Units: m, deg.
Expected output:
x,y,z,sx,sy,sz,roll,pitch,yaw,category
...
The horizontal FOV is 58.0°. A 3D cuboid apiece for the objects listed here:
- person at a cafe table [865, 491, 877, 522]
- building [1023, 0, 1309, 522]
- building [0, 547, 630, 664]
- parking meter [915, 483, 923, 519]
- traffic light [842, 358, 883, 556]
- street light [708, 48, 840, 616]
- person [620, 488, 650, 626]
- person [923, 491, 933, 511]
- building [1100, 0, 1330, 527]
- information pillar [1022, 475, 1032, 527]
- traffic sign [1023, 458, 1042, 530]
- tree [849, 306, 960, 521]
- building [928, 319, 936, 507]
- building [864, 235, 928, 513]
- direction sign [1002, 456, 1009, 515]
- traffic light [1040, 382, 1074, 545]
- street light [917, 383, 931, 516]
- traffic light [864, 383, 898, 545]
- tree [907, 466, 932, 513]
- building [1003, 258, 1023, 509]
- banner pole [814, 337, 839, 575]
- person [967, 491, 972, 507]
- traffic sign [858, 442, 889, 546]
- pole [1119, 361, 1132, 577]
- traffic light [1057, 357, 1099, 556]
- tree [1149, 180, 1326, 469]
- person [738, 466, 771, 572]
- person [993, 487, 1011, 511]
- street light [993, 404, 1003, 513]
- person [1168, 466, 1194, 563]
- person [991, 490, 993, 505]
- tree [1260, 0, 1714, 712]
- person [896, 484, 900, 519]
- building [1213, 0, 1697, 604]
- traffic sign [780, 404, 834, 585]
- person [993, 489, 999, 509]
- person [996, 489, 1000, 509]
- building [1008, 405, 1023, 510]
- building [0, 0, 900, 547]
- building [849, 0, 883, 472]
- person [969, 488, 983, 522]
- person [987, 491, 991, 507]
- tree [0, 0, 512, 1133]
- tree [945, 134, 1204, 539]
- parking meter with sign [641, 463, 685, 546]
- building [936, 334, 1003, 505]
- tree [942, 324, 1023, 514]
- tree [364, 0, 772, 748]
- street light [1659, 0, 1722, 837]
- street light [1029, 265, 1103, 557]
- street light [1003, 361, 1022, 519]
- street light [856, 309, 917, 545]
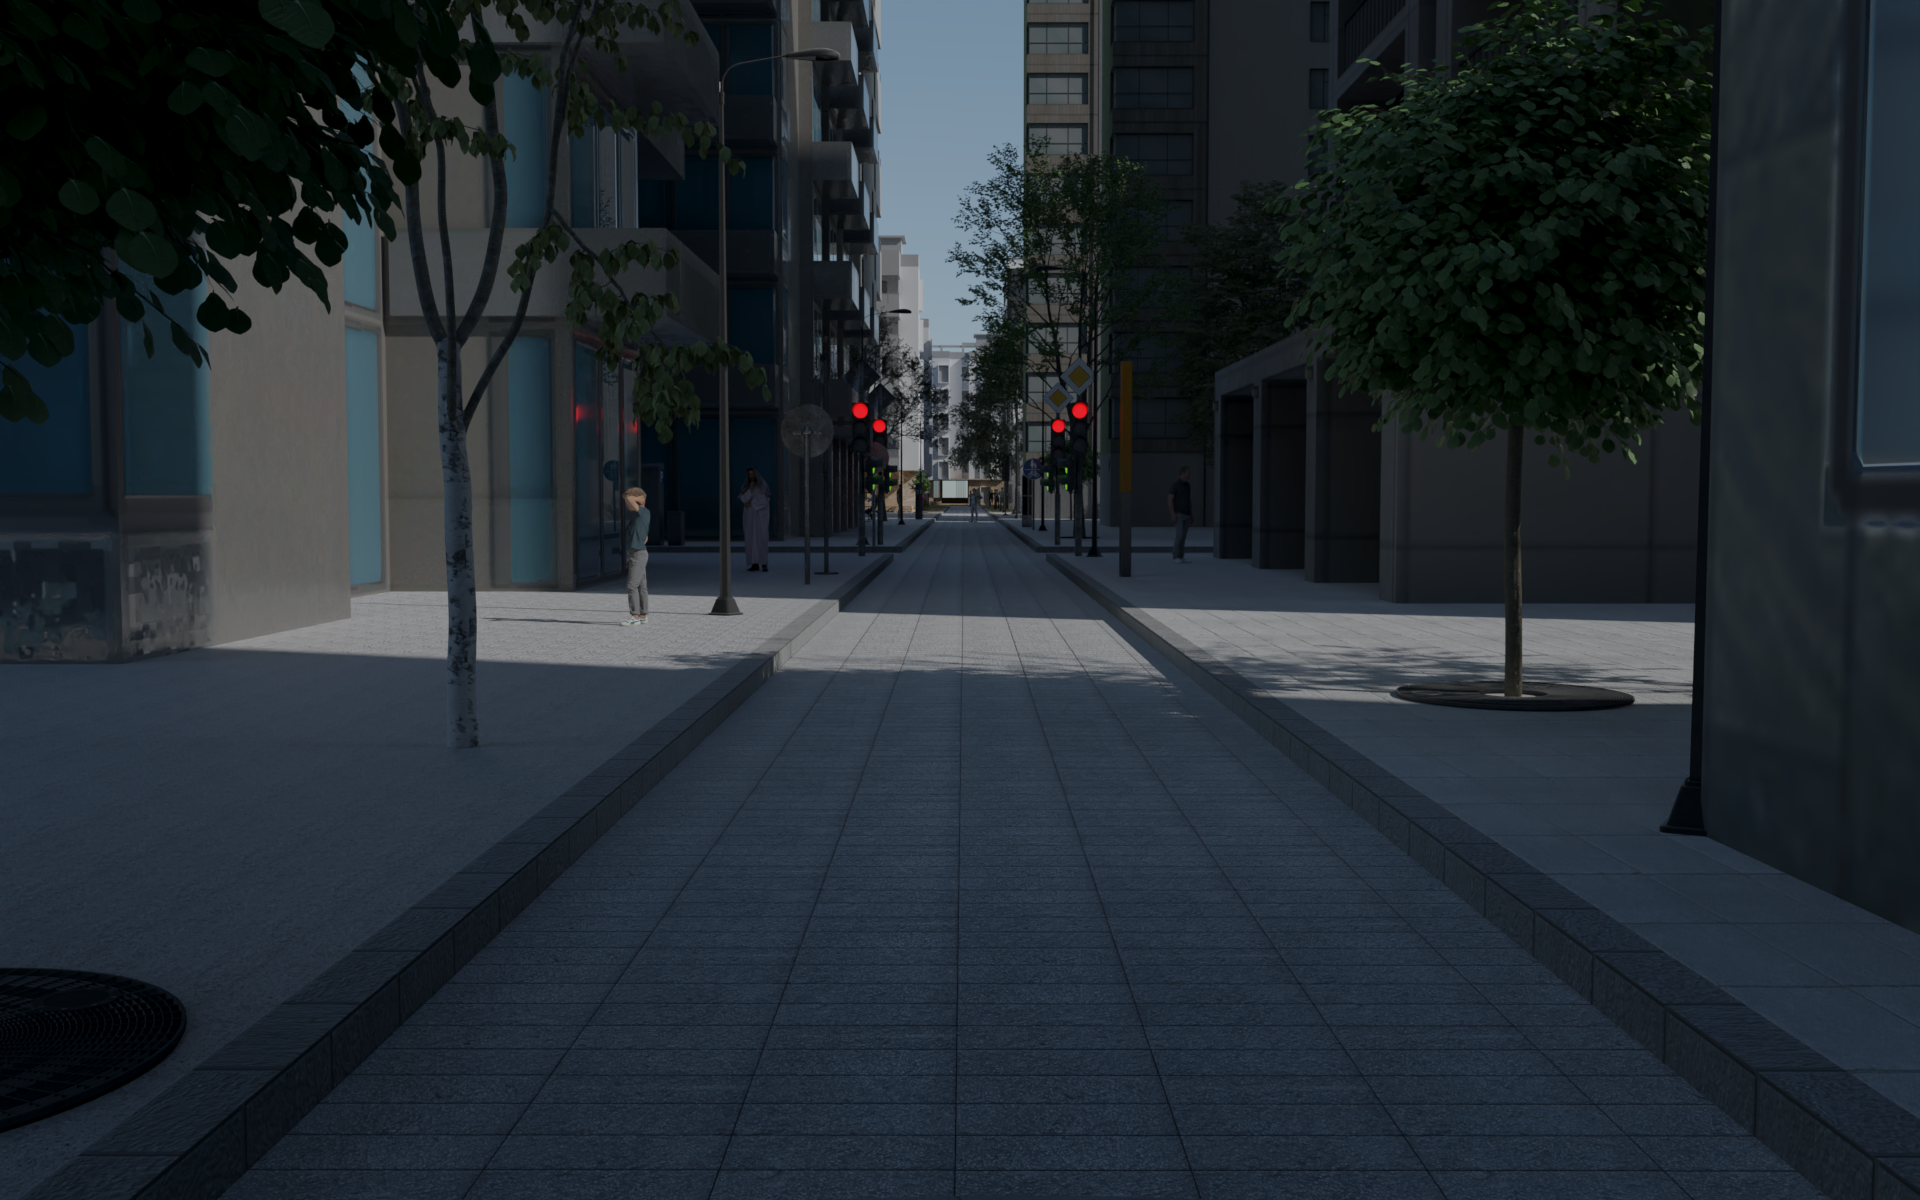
x,y,z,sx,sy,sz,roll,pitch,yaw,category
-4.354,-4.343,79.526,1.622,1.524,1.698,0,4,8,person at a cafe table
10.441,-25.159,94.950,14.154,41.232,14.086,0,4,0,building
-19.021,-24.579,21.469,30.456,49.044,23.786,0,4,0,building
-2.085,-5.020,87.789,0.255,1.863,0.399,2,4,28,parking meter
-2.014,-2.860,35.678,0.839,4.253,0.868,0,4,0,traffic light
-1.949,-2.793,18.210,1.470,5.913,1.316,0,4,0,street light
-3.202,-0.431,16.994,0.340,1.345,0.435,-1,4,-20,person
-2.667,-7.817,133.859,1.348,1.824,0.705,2,4,26,person
12.874,-23.811,72.900,14.154,41.232,14.086,0,4,0,building
2.609,-3.853,67.481,0.304,2.012,0.304,2,4,32,information pillar
2.614,-3.758,61.546,0.768,2.556,0.104,0,4,2,traffic sign
-3.751,-9.007,81.677,8.767,10.594,7.601,-3,4,-37,tree
-10.699,-19.117,168.977,16.016,20.091,11.380,0,4,0,building
-10.617,-16.411,124.735,16.016,20.091,11.380,0,4,0,building
2.736,-6.856,104.100,0.379,3.537,0.876,-2,4,-28,direction sign
2.446,-3.348,43.668,0.839,4.253,0.868,0,4,0,traffic light
-1.902,-6.099,72.268,1.470,5.913,1.316,0,4,0,street light
-1.995,-3.348,43.663,0.839,4.253,0.868,0,4,0,traffic light
-2.854,-7.561,118.226,1.663,3.219,1.824,0,3,0,tree
18.042,-19.723,166.450,27.936,21.610,32.646,0,4,0,building
-2.153,-2.286,27.396,0.401,3.779,0.863,0,4,4,banner pole
1.162,-11.455,195.751,0.705,1.831,1.348,2,4,26,person
-2.125,-2.602,42.649,0.768,2.556,0.104,0,4,1,traffic sign
2.560,-2.013,26.753,0.158,3.312,0.155,0,3,0,pole
2.427,-2.860,35.683,0.839,4.253,0.868,0,4,0,traffic light
10.681,-8.836,62.591,7.486,12.596,7.792,0,3,0,tree
-3.411,-1.349,28.764,0.551,1.740,0.621,0,4,-7,person
3.145,-7.528,129.213,1.350,1.814,0.705,0,4,7,person
2.404,-7.143,89.336,1.470,5.913,1.316,0,4,0,street light
4.147,-1.597,32.276,0.598,1.807,0.434,-2,4,-33,person
3.674,-11.578,195.870,1.217,1.766,0.721,3,5,42,person
3.569,-1.655,10.779,4.285,4.588,4.351,0,3,0,tree
-3.038,-5.036,88.509,0.434,1.807,0.598,1,4,18,person
15.310,-35.740,22.607,20.563,71.187,20.611,0,4,0,building
-2.166,-1.493,24.514,0.768,2.556,0.104,0,4,4,traffic sign
3.142,-8.564,146.869,0.742,1.727,0.445,2,4,31,person
3.336,-8.964,153.413,0.445,1.727,0.742,2,4,34,person
8.584,-11.879,136.376,9.099,9.664,28.070,0,4,0,building
-14.278,-26.826,58.222,23.786,49.044,30.456,0,4,0,building
-18.551,-31.354,101.874,28.713,52.752,27.495,0,4,0,building
0.742,-4.809,87.853,0.841,1.734,0.376,3,5,41,person
3.024,-10.449,178.353,0.415,1.643,0.593,-1,4,-14,person
-2.556,-1.229,3.806,4.285,4.588,4.351,0,3,0,tree
3.408,-7.592,49.889,9.928,11.665,9.643,0,3,0,tree
-7.714,-2.854,42.924,1.738,3.016,0.543,0,4,6,parking meter with sign
-0.405,-21.674,210.795,11.380,20.091,16.016,0,4,0,building
3.607,-11.813,110.143,9.611,12.733,9.660,0,3,0,tree
-2.510,-3.544,8.308,4.737,8.622,4.395,0,3,0,tree
2.298,-2.073,6.442,1.470,5.913,1.316,0,4,0,street light
2.208,-3.836,35.252,1.470,5.913,1.316,0,4,0,street light
2.347,-5.368,60.300,1.470,5.913,1.316,0,4,0,street light
-1.912,-4.343,43.553,1.470,5.913,1.316,0,4,0,street light
